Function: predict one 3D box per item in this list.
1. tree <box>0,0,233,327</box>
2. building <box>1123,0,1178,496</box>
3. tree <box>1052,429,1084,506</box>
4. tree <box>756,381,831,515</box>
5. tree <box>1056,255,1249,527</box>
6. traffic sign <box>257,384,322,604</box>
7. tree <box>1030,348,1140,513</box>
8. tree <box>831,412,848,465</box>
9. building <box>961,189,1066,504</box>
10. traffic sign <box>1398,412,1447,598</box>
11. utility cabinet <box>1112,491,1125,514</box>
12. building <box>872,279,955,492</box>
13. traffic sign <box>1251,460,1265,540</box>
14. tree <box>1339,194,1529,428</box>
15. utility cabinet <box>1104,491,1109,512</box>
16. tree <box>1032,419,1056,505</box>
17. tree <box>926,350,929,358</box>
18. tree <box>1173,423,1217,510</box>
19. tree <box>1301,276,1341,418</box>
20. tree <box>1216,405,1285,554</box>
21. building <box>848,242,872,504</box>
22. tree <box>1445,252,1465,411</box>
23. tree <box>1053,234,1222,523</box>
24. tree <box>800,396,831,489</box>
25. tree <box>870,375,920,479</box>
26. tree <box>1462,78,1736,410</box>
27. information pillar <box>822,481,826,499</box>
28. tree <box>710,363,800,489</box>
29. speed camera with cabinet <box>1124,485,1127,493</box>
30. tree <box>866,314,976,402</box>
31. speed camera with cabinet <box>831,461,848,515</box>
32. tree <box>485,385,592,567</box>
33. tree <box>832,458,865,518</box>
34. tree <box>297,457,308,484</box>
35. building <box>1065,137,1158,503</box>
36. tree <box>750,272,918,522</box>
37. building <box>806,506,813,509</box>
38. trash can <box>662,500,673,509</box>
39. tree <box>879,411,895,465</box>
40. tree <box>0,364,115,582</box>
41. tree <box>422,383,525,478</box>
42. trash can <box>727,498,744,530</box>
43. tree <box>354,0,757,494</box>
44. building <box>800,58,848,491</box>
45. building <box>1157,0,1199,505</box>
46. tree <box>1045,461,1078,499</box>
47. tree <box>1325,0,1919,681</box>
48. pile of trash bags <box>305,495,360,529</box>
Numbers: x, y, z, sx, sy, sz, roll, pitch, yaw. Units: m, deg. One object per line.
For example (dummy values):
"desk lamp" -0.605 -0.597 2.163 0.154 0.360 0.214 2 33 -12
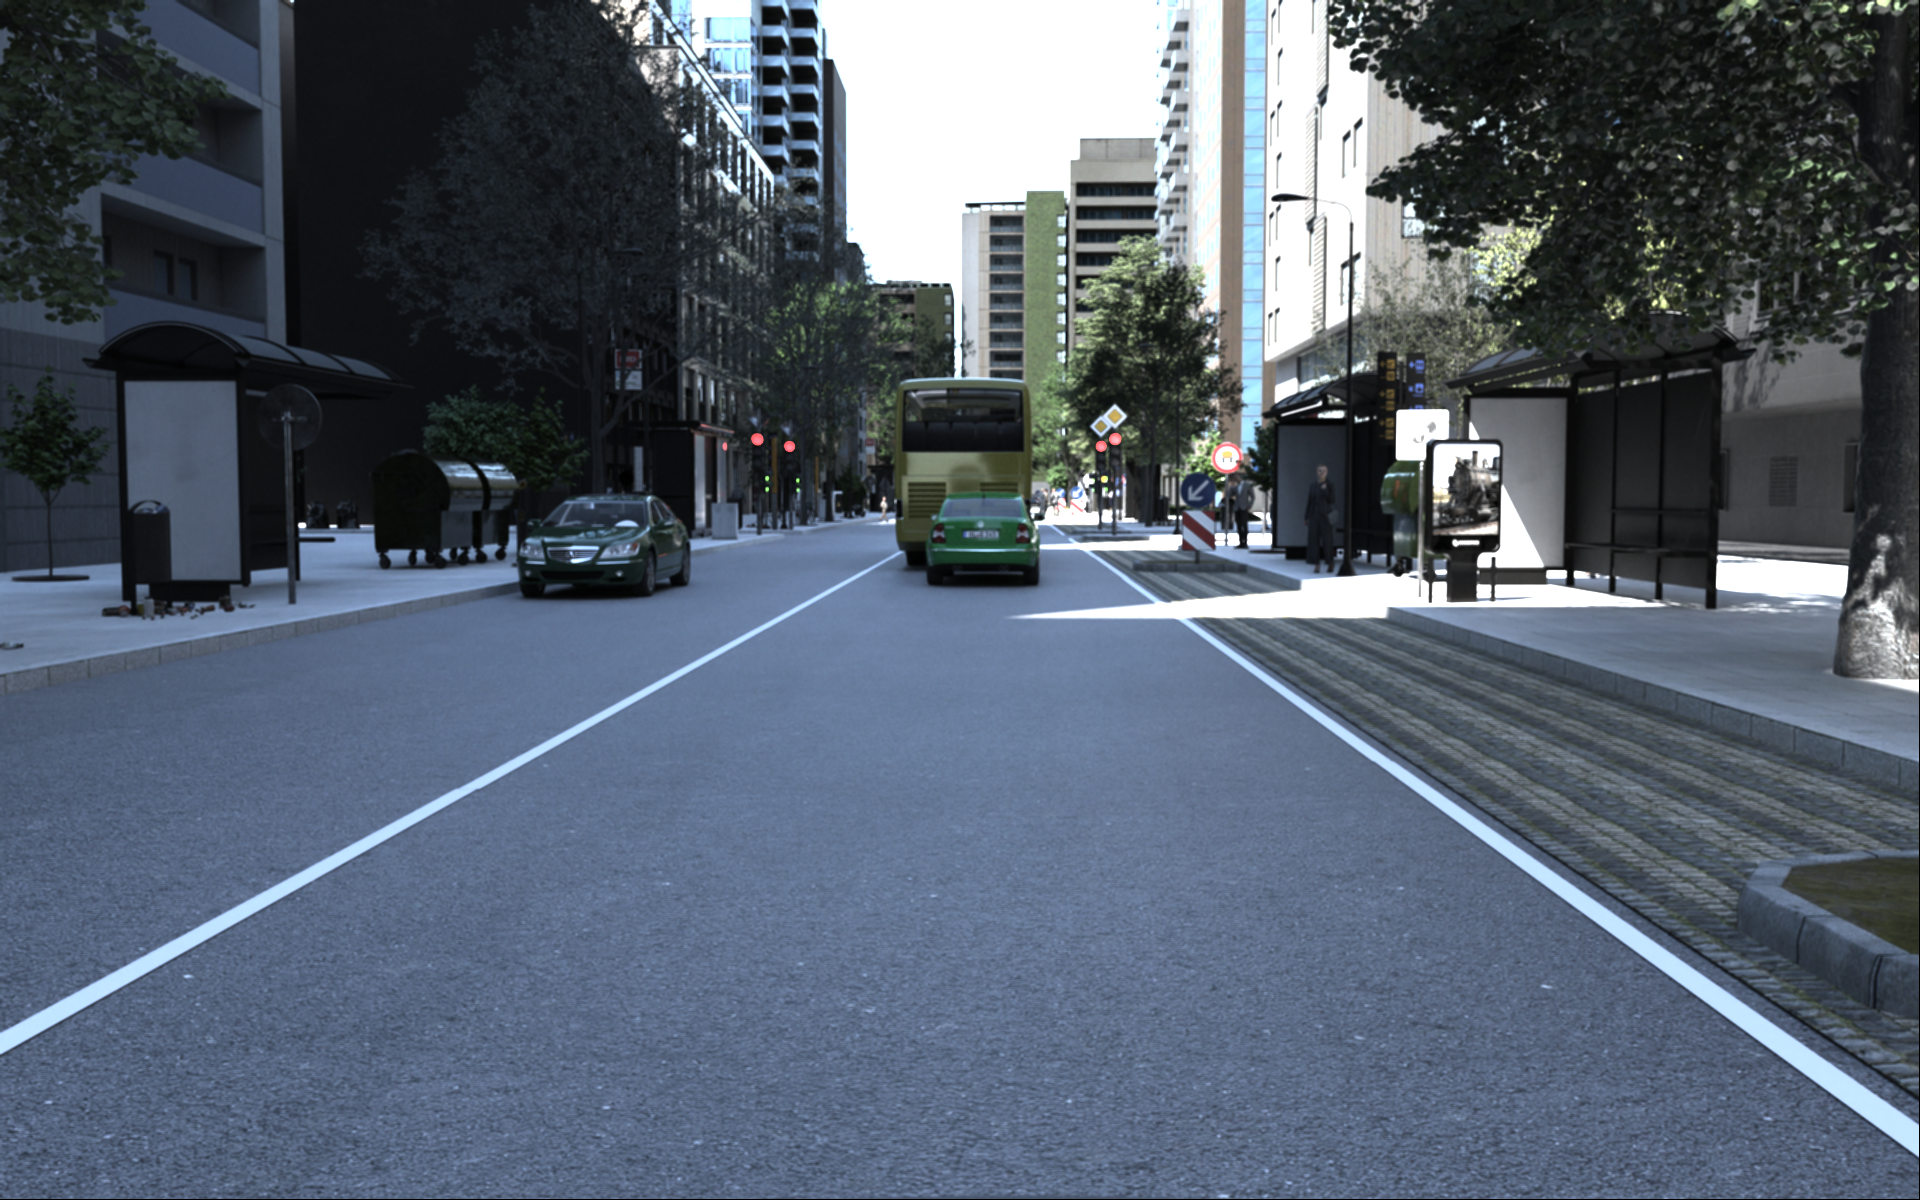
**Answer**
"tree" -8.859 -5.662 10.703 7.486 12.596 7.792 0 3 0
"building" 29.887 -53.493 187.283 22.319 86.520 31.000 0 4 2
"tree" 11.385 -14.173 182.093 4.737 8.622 4.395 0 3 0
"tree" -10.734 -9.443 104.757 4.737 8.622 4.395 0 3 0
"tree" 7.713 -8.130 67.336 7.601 10.594 8.767 0 4 4
"traffic sign" -7.803 -1.227 20.161 0.768 2.556 0.104 0 4 4
"tree" 9.277 -11.895 120.246 9.928 11.665 9.643 0 3 0
"tree" -10.117 -10.529 122.505 4.737 8.622 4.395 0 3 0
"building" 7.084 -33.717 234.859 14.086 41.232 14.154 0 4 2
"traffic sign" 5.672 -1.173 21.306 0.606 2.300 0.079 1 4 9
"utility cabinet" 10.269 -6.298 111.645 0.318 1.500 1.173 -2 4 -27
"building" -7.702 -28.412 236.231 14.107 30.474 14.160 0 4 2
"traffic sign" 8.529 -2.965 48.580 0.768 2.556 0.104 1 4 9
"tree" 11.694 -5.554 41.163 4.360 8.622 3.978 0 3 0
"utility cabinet" 10.565 -7.106 124.856 0.318 1.500 1.173 1 4 9
"tree" 11.082 -17.030 212.859 7.601 10.594 8.767 3 5 42
"tree" -6.286 -9.743 69.671 12.009 13.543 11.850 0 3 0
"tree" 6.884 -3.212 47.112 1.663 3.219 1.824 0 3 0
"tree" 12.447 -6.208 51.866 4.360 8.622 3.978 0 3 0
"tree" 6.681 -2.633 37.651 1.663 3.219 1.824 0 3 0
"building" -18.021 -26.161 199.431 14.107 30.474 14.160 0 4 2
"tree" 12.014 -5.120 34.067 4.737 8.622 4.395 0 3 0
"tree" 7.987 -9.696 76.664 7.486 12.596 7.792 0 3 0
"tree" -10.577 -10.244 117.856 4.360 8.622 3.978 0 3 0
"tree" -3.957 -15.272 166.697 9.611 12.733 9.660 0 3 0
"tree" 11.484 -4.842 29.530 4.737 8.622 4.395 0 3 0
"information pillar" -7.749 -5.800 99.327 0.304 2.012 0.304 0 4 -1
"tree" -10.801 -8.577 90.596 4.360 8.622 3.978 0 3 0
"speed camera with cabinet" 10.705 -7.405 115.401 0.660 3.252 2.038 -1 4 -9
"tree" -4.159 -20.130 185.011 12.611 20.169 13.585 0 3 0
"speed camera with cabinet" -7.093 -6.731 104.381 0.660 3.252 2.038 3 5 42
"tree" -7.308 -2.207 30.691 1.663 3.219 1.824 0 3 0
"tree" -5.902 -6.013 92.909 1.663 3.219 1.824 0 3 0
"tree" -18.878 -3.218 47.218 1.663 3.219 1.824 0 3 0
"building" 25.112 -37.573 238.017 21.600 48.544 21.300 0 4 2
"tree" -5.942 -9.419 79.764 9.928 11.665 9.643 0 3 0
"building" -22.522 -51.333 151.961 22.319 86.520 31.000 0 4 2
"trash can" -7.311 -1.851 41.912 0.748 1.137 0.748 0 3 0
"tree" -4.476 -11.299 135.105 4.360 8.622 3.978 0 3 0
"tree" -13.429 -1.906 25.771 1.663 3.219 1.824 0 3 0
"tree" -14.456 -4.145 51.479 4.285 4.588 4.351 0 3 0
"trash can" -8.140 -3.103 62.393 0.748 1.137 0.748 0 3 0
"tree" -8.183 -7.888 39.336 12.009 13.543 11.850 0 3 0
"building" -18.928 -32.154 175.835 14.600 45.320 14.200 0 4 2
"building" 29.823 -32.914 157.747 23.786 49.044 30.456 0 4 2
"tree" 9.843 -11.374 169.686 4.285 4.588 4.351 0 3 0
"tree" 6.484 -6.438 11.919 9.857 13.997 8.962 0 3 0
"pile of trash bags" -22.443 -3.309 63.862 3.447 1.369 1.912 0 4 -5
